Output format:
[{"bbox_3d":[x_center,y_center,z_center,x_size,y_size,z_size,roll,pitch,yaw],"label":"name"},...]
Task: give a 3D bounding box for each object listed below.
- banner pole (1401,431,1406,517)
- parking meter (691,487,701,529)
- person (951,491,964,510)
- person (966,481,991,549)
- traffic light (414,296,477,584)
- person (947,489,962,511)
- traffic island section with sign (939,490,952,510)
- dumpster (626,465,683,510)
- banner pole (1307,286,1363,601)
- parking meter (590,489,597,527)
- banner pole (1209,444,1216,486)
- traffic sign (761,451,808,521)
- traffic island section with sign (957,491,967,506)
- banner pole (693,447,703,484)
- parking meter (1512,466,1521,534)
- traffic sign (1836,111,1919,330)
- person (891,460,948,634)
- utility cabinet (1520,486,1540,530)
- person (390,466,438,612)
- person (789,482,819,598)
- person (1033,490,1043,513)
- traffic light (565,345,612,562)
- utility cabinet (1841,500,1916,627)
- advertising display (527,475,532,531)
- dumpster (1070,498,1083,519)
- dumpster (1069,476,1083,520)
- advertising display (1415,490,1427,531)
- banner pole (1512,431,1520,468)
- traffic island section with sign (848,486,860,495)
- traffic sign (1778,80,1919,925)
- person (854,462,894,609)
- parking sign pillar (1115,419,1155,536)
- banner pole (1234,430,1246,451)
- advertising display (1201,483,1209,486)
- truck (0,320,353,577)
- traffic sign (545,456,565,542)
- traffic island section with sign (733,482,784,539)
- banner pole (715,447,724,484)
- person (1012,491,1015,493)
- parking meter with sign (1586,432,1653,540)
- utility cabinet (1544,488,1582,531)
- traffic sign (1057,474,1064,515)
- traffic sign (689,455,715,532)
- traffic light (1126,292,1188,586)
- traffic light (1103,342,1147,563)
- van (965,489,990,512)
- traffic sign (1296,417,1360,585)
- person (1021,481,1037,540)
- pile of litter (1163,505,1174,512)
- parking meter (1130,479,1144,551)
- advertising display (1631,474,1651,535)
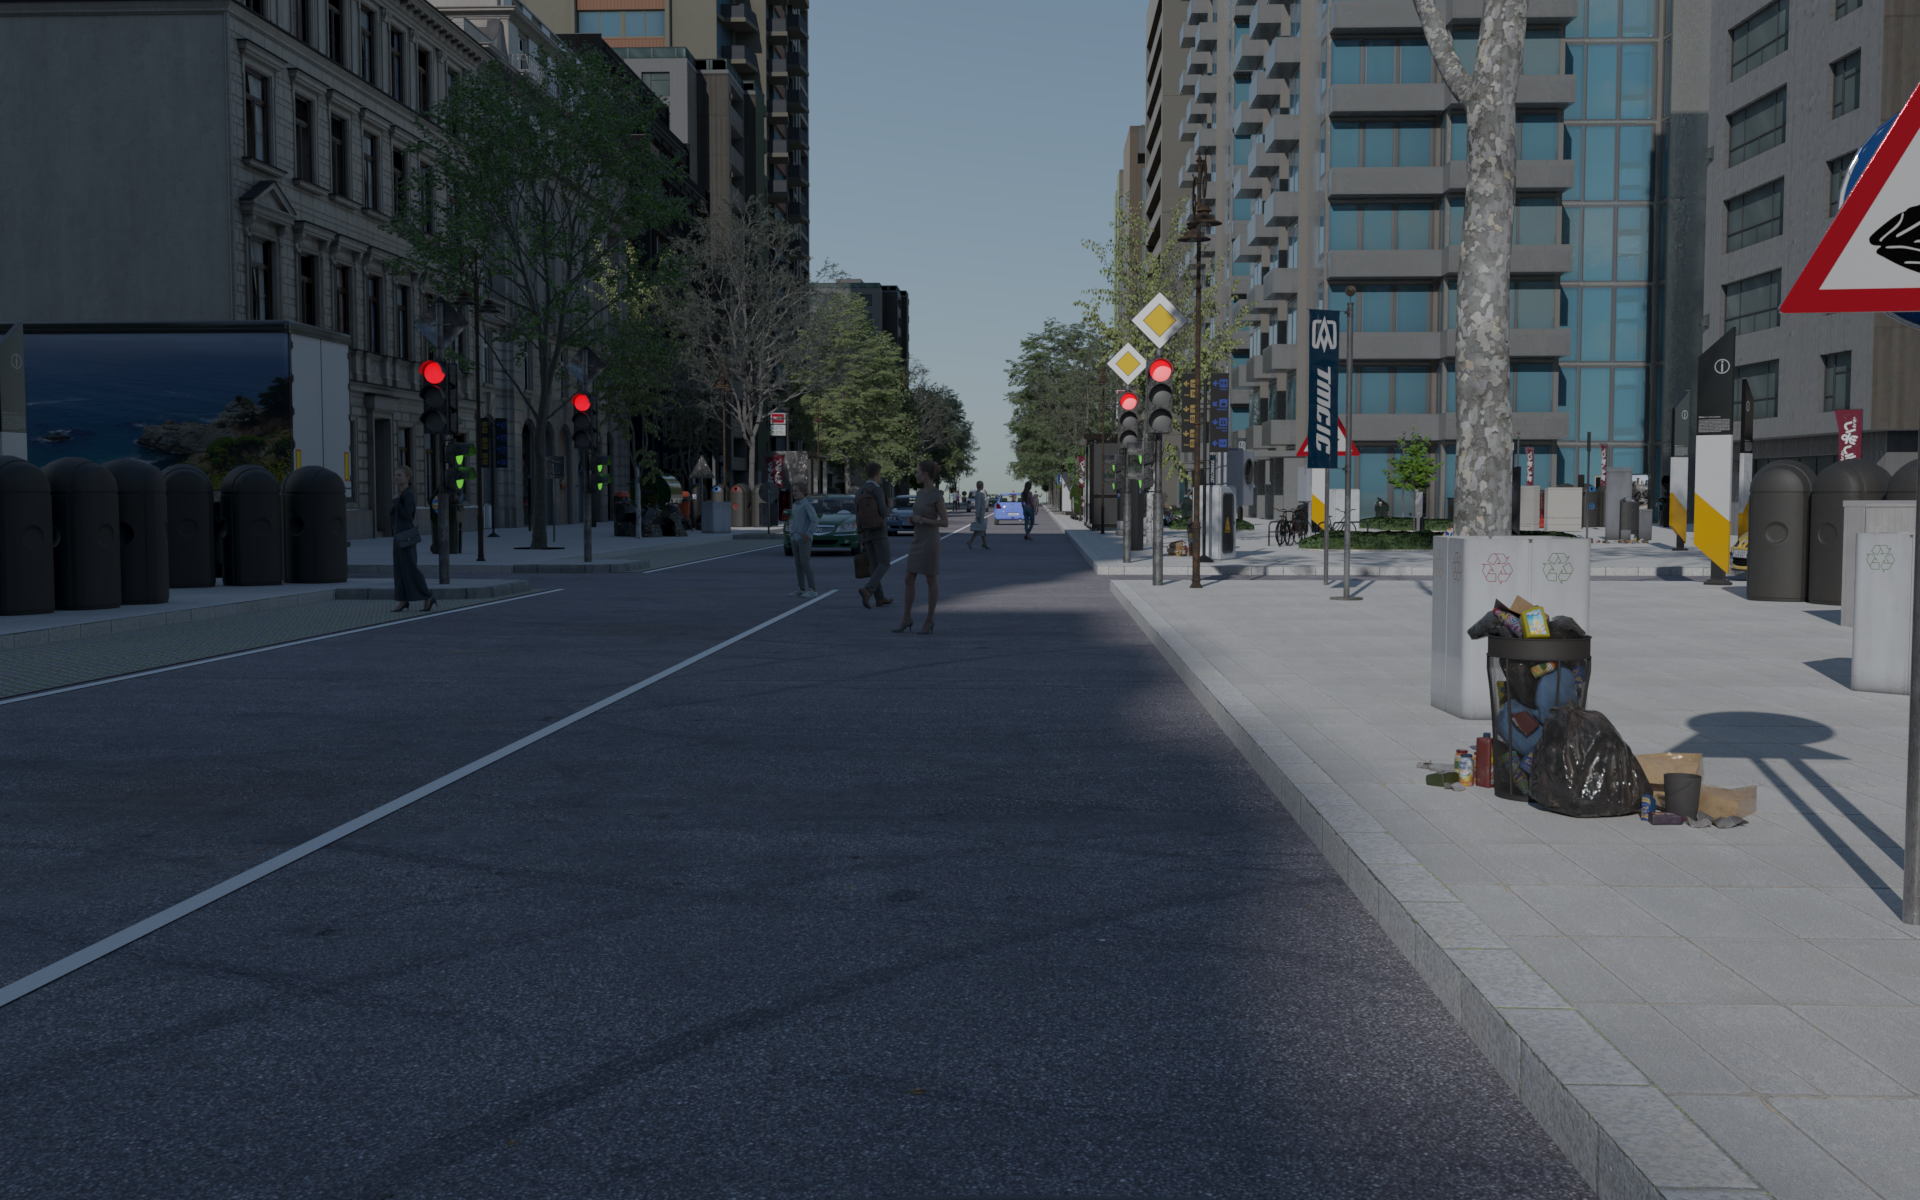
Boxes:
[{"bbox_3d":[17.632,-4.834,69.054,0.401,3.779,0.863,2,4,26],"label":"banner pole"},{"bbox_3d":[-9.832,-3.437,64.603,0.372,1.533,0.369,0,3,0],"label":"parking meter"},{"bbox_3d":[-0.210,-9.005,156.408,1.217,1.739,0.721,0,4,5],"label":"person"},{"bbox_3d":[0.477,-2.208,44.959,0.624,1.780,0.694,1,4,10],"label":"person"},{"bbox_3d":[-7.345,-2.183,24.616,0.839,4.253,0.868,0,4,2],"label":"traffic light"},{"bbox_3d":[-0.450,-8.391,145.686,1.348,1.826,0.705,-1,4,-16],"label":"person"},{"bbox_3d":[-1.721,-9.236,159.635,1.989,1.847,2.006,0,4,2],"label":"traffic island section with sign"},{"bbox_3d":[-10.045,-3.330,56.943,1.502,2.255,1.985,0,4,2],"label":"dumpster"},{"bbox_3d":[4.490,-1.884,20.814,0.863,3.779,0.401,-2,4,-28],"label":"banner pole"},{"bbox_3d":[-14.227,-3.574,66.839,0.372,1.533,0.369,0,3,0],"label":"parking meter"},{"bbox_3d":[11.286,-5.303,76.716,0.863,3.779,0.401,-3,5,-42],"label":"banner pole"},{"bbox_3d":[-8.343,-5.407,82.283,2.265,3.308,0.079,1,4,9],"label":"traffic sign"},{"bbox_3d":[0.607,-12.610,214.799,1.989,1.847,2.006,0,4,2],"label":"traffic island section with sign"},{"bbox_3d":[-13.873,-6.215,91.632,0.863,3.779,0.401,3,4,37],"label":"banner pole"},{"bbox_3d":[11.643,-1.895,36.691,0.399,1.863,0.255,3,4,37],"label":"parking meter"},{"bbox_3d":[3.186,-0.336,5.598,0.768,2.556,0.104,0,4,5],"label":"traffic sign"},{"bbox_3d":[-0.405,-0.545,17.750,0.374,1.781,0.599,-3,4,-38],"label":"person"},{"bbox_3d":[14.962,-2.316,46.548,0.318,1.500,1.173,-3,5,-41],"label":"utility cabinet"},{"bbox_3d":[-6.679,-0.738,20.990,0.576,1.772,0.534,3,5,42],"label":"person"},{"bbox_3d":[-2.216,-0.848,24.180,0.330,1.601,0.589,-2,4,-29],"label":"person"},{"bbox_3d":[6.019,-7.624,133.947,0.742,1.727,0.445,-1,4,-9],"label":"person"},{"bbox_3d":[-7.010,-2.671,32.594,0.839,4.253,0.868,0,4,2],"label":"traffic light"},{"bbox_3d":[9.087,-0.346,16.825,1.020,1.237,0.306,-1,4,-17],"label":"utility cabinet"},{"bbox_3d":[-14.949,-3.359,60.141,0.123,1.923,0.974,-1,4,-14],"label":"advertising display"},{"bbox_3d":[6.286,-5.101,89.165,1.264,1.857,1.865,0,4,2],"label":"dumpster"},{"bbox_3d":[6.144,-5.067,85.339,1.502,2.255,1.985,0,4,3],"label":"dumpster"},{"bbox_3d":[13.886,-2.877,52.251,0.123,1.923,0.974,0,4,0],"label":"advertising display"},{"bbox_3d":[22.057,-4.838,69.124,0.863,3.779,0.401,-1,4,-15],"label":"banner pole"},{"bbox_3d":[-4.978,-4.495,82.127,1.989,1.847,2.006,0,4,2],"label":"traffic island section with sign"},{"bbox_3d":[2.853,-0.312,5.102,0.884,2.594,0.081,0,4,8],"label":"traffic sign"},{"bbox_3d":[-1.111,-0.822,21.907,0.622,1.834,0.822,3,4,37],"label":"person"},{"bbox_3d":[5.518,-3.963,53.272,1.447,3.967,1.447,-1,4,-8],"label":"parking sign pillar"},{"bbox_3d":[10.946,-4.766,67.943,0.863,3.779,0.401,-3,4,-37],"label":"banner pole"},{"bbox_3d":[14.772,-6.080,104.618,0.974,1.923,0.123,-2,4,-26],"label":"advertising display"},{"bbox_3d":[-16.281,-2.478,29.436,11.283,4.237,2.839,0,4,3],"label":"truck"},{"bbox_3d":[-10.914,-2.715,46.523,0.606,2.300,0.079,0,4,3],"label":"traffic sign"},{"bbox_3d":[-6.106,-2.848,55.196,1.989,1.847,2.006,0,4,2],"label":"traffic island section with sign"},{"bbox_3d":[-12.870,-6.296,92.960,0.863,3.779,0.401,2,4,31],"label":"banner pole"},{"bbox_3d":[4.952,-9.487,164.136,0.750,1.759,0.617,-2,4,-30],"label":"person"},{"bbox_3d":[18.365,-3.178,48.220,1.738,3.016,0.543,1,4,22],"label":"parking meter with sign"},{"bbox_3d":[20.385,-3.051,58.559,1.173,1.500,0.318,0,4,-3],"label":"utility cabinet"},{"bbox_3d":[6.283,-6.448,105.525,0.768,2.556,0.104,1,4,11],"label":"traffic sign"},{"bbox_3d":[-8.637,-3.544,57.952,0.884,2.594,0.081,0,4,8],"label":"traffic sign"},{"bbox_3d":[2.758,-2.158,24.208,0.839,4.253,0.868,0,4,2],"label":"traffic light"},{"bbox_3d":[3.093,-2.646,32.187,0.839,4.253,0.868,0,4,2],"label":"traffic light"},{"bbox_3d":[1.399,-8.039,138.456,2.013,2.044,4.112,0,4,3],"label":"van"},{"bbox_3d":[5.150,-1.486,24.307,0.884,2.594,0.081,0,4,4],"label":"traffic sign"},{"bbox_3d":[2.142,-2.756,53.575,0.555,1.821,0.388,2,4,31],"label":"person"},{"bbox_3d":[8.380,-3.380,69.225,1.719,0.858,1.176,3,5,40],"label":"pile of litter"},{"bbox_3d":[3.985,-2.050,39.234,0.255,1.863,0.399,2,4,28],"label":"parking meter"},{"bbox_3d":[21.361,-3.036,54.856,0.123,1.923,0.974,-3,5,-43],"label":"advertising display"}]
